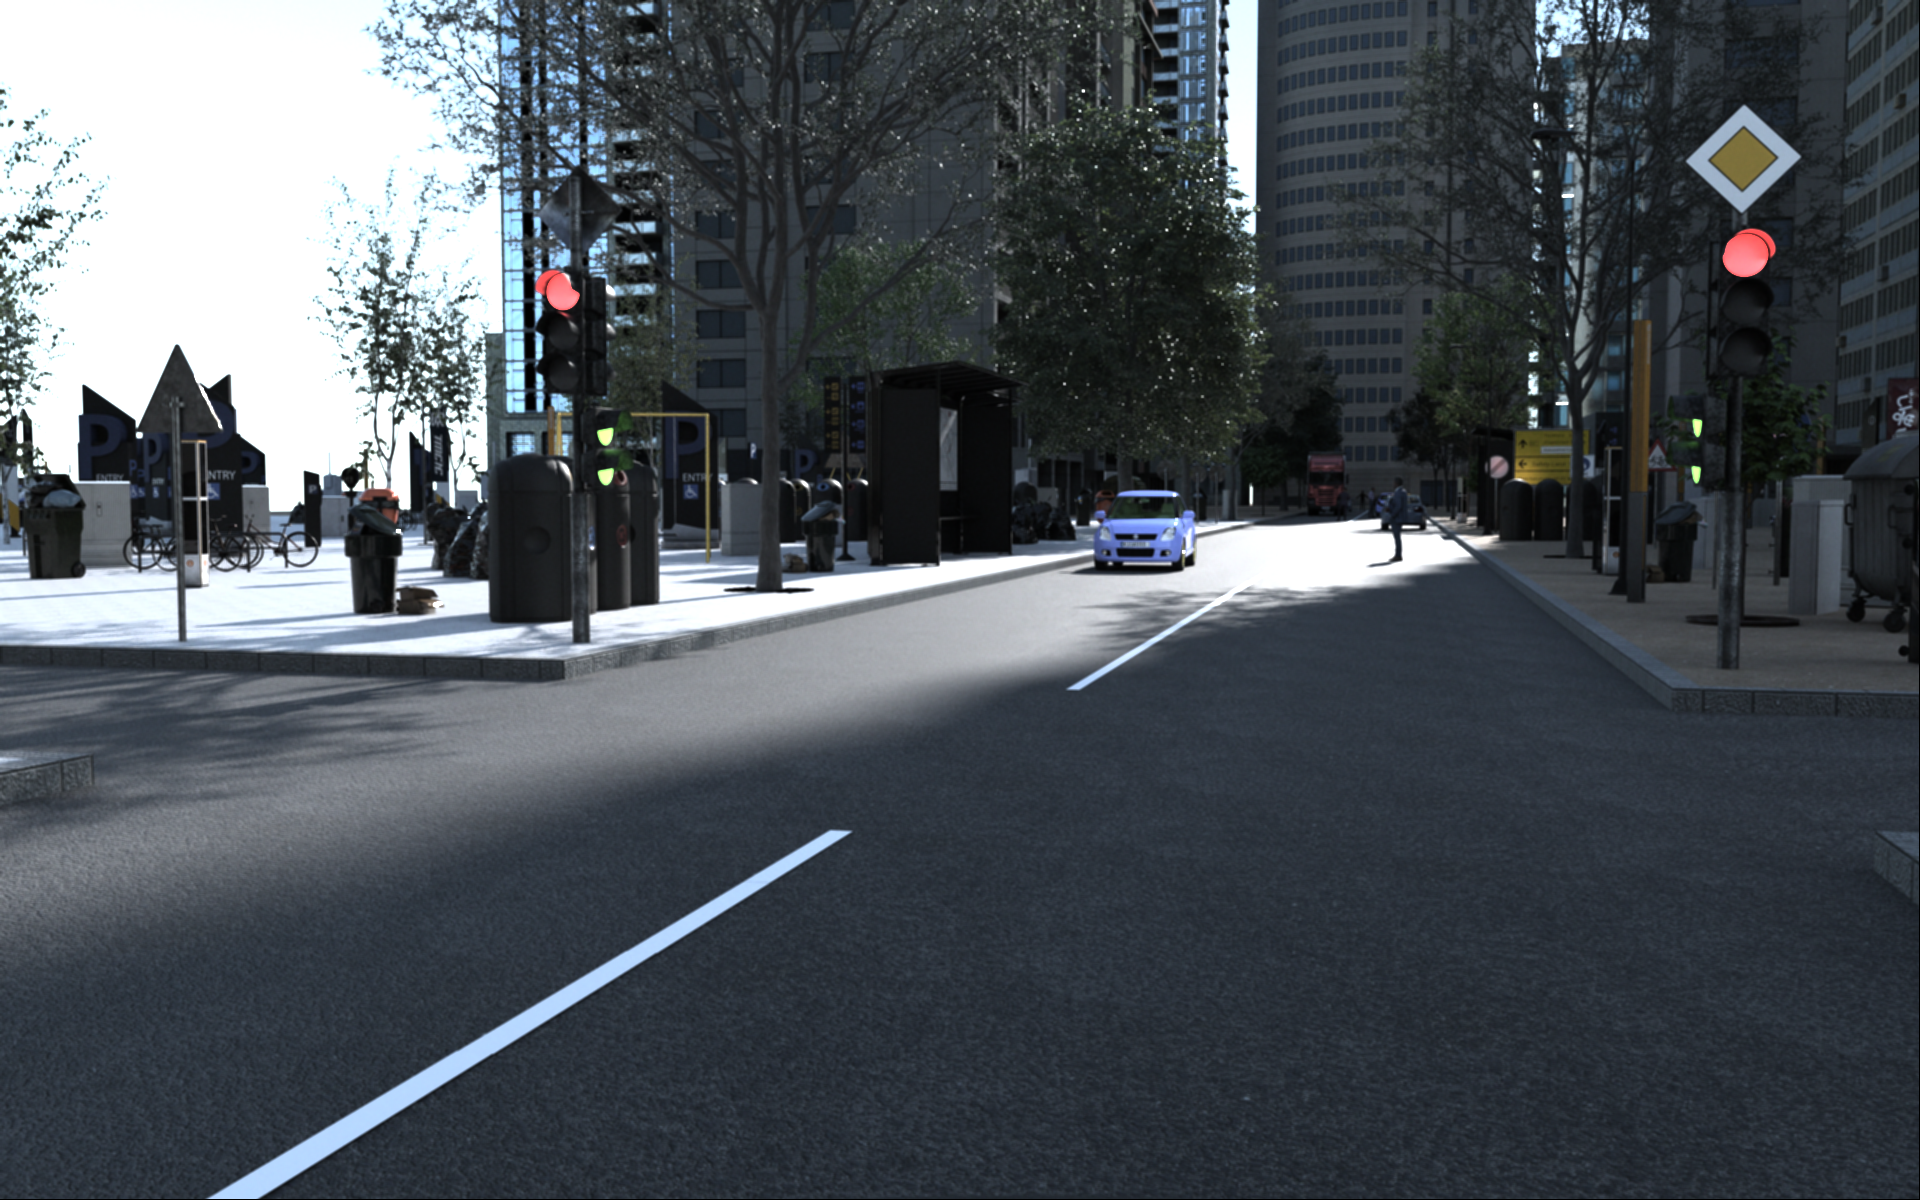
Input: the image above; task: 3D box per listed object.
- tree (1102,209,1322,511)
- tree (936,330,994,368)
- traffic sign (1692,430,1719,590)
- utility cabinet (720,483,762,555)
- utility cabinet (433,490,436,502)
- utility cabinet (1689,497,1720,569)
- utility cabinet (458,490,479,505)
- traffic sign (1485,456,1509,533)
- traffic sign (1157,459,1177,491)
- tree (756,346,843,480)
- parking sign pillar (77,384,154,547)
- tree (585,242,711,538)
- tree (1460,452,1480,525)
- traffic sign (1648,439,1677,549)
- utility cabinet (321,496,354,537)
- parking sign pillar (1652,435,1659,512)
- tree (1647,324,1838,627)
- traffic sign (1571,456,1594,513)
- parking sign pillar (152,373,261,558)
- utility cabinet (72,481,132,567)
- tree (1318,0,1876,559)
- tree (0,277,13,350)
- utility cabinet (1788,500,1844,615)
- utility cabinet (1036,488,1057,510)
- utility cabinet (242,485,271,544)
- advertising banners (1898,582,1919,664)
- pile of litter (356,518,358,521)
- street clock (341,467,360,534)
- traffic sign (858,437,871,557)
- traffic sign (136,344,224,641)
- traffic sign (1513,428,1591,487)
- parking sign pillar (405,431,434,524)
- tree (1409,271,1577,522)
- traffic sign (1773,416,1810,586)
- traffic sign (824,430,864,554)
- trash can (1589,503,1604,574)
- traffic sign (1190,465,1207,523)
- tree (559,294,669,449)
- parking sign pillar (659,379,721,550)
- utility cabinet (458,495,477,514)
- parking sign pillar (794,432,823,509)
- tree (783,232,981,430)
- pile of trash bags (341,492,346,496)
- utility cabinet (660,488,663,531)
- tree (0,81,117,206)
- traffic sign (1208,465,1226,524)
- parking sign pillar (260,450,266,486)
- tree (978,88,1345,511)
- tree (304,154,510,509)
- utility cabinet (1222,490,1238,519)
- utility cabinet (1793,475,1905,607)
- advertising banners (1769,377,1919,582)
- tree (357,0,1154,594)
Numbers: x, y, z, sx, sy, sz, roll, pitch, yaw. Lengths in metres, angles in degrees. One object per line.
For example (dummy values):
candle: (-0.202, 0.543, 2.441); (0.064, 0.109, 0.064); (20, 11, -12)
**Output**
tree: (8.912, -9.253, 69.420); (7.486, 12.596, 7.792); (0, 3, 0)
tree: (-0.279, -7.777, 77.522); (4.737, 8.622, 4.395); (0, 3, 0)
traffic sign: (10.137, -1.348, 23.218); (0.795, 2.450, 0.064); (1, 4, 20)
utility cabinet: (-4.474, -1.679, 36.124); (0.318, 1.500, 1.173); (3, 4, 38)
utility cabinet: (-25.388, -4.593, 83.782); (1.173, 1.500, 0.318); (-3, 5, -44)
utility cabinet: (12.815, -1.147, 29.912); (0.306, 1.237, 1.020); (2, 4, 33)
utility cabinet: (-25.438, -4.932, 89.309); (1.173, 1.500, 0.318); (-1, 4, -15)
traffic sign: (17.785, -3.506, 57.423); (0.768, 2.556, 0.104); (1, 4, 22)
traffic sign: (7.582, -3.890, 63.708); (0.768, 2.556, 0.104); (2, 4, 24)
tree: (-8.120, -8.349, 86.875); (4.360, 8.622, 3.978); (0, 3, 0)
parking sign pillar: (-20.789, -3.289, 42.246); (1.447, 3.967, 1.447); (0, 4, 5)
tree: (-8.996, -6.096, 50.032); (4.360, 8.622, 3.978); (0, 3, 0)
tree: (21.397, -4.719, 71.753); (1.663, 3.219, 1.824); (0, 3, 0)
traffic sign: (16.352, -2.488, 40.676); (0.884, 2.594, 0.081); (1, 4, 16)
utility cabinet: (-18.600, -2.472, 51.584); (1.020, 1.237, 0.306); (-1, 4, -21)
parking sign pillar: (31.396, -5.566, 79.470); (1.447, 3.967, 1.447); (-1, 4, -23)
tree: (7.625, -1.375, 17.089); (1.663, 3.219, 1.824); (0, 3, 0)
traffic sign: (16.256, -2.639, 45.277); (0.606, 2.300, 0.079); (1, 4, 16)
parking sign pillar: (-15.431, -2.873, 35.453); (1.447, 3.967, 1.447); (3, 5, 44)
utility cabinet: (-15.042, -1.308, 30.068); (1.173, 1.500, 0.318); (-2, 4, -25)
tree: (12.258, -7.567, 34.086); (12.009, 13.543, 11.850); (0, 3, 0)
tree: (-22.716, -5.318, 37.313); (4.737, 8.622, 4.395); (0, 3, 0)
utility cabinet: (9.254, -0.464, 18.742); (0.306, 1.237, 1.020); (3, 5, 40)
utility cabinet: (2.681, -3.081, 59.057); (1.173, 1.500, 0.318); (-1, 4, -12)
utility cabinet: (-18.165, -2.163, 44.045); (0.318, 1.500, 1.173); (3, 5, 40)
advertising banners: (7.293, -0.978, 12.170); (0.090, 3.025, 2.074); (0, 4, -3)
pile of litter: (-19.468, -2.578, 56.111); (1.176, 0.858, 1.719); (1, 4, 16)
street clock: (-16.241, -2.548, 46.233); (0.471, 2.002, 0.358); (0, 4, -7)
traffic sign: (-1.821, -2.147, 35.114); (0.884, 2.594, 0.081); (2, 4, 24)
traffic sign: (-6.774, -0.918, 15.018); (0.884, 2.594, 0.081); (1, 4, 16)
traffic sign: (18.474, -3.685, 54.123); (2.265, 3.308, 0.079); (1, 4, 21)
parking sign pillar: (-23.218, -5.272, 74.667); (1.447, 3.967, 1.447); (1, 4, 11)
tree: (24.506, -9.428, 79.900); (9.928, 11.665, 9.643); (0, 3, 0)
traffic sign: (11.452, -1.474, 24.213); (0.768, 2.556, 0.104); (1, 4, 23)
traffic sign: (-2.356, -2.142, 35.029); (0.884, 2.594, 0.081); (1, 4, 21)
trash can: (10.473, -0.987, 27.786); (0.748, 1.137, 0.748); (0, 3, 0)
traffic sign: (10.481, -4.662, 76.327); (0.768, 2.556, 0.104); (1, 4, 17)
tree: (-12.571, -6.899, 63.155); (4.737, 8.622, 4.395); (0, 3, 0)
parking sign pillar: (-6.322, -3.191, 40.644); (1.447, 3.967, 1.447); (0, 4, -7)
utility cabinet: (-23.527, -4.358, 82.422); (1.020, 1.237, 0.306); (-1, 4, -9)
parking sign pillar: (-6.557, -5.295, 75.045); (1.447, 3.967, 1.447); (3, 4, 37)
tree: (-3.101, -8.659, 67.329); (9.928, 11.665, 9.643); (0, 3, 0)
pile of trash bags: (-8.823, -1.248, 30.159); (3.447, 1.369, 1.912); (1, 4, 8)
utility cabinet: (-9.930, -3.086, 59.134); (0.318, 1.500, 1.173); (0, 4, 8)
tree: (-13.896, -4.447, 23.069); (4.360, 8.622, 3.978); (0, 3, 0)
traffic sign: (11.174, -4.604, 75.377); (0.768, 2.556, 0.104); (1, 4, 17)
parking sign pillar: (-32.145, -5.506, 78.496); (1.447, 3.967, 1.447); (1, 4, 11)
tree: (5.052, -8.977, 53.427); (9.857, 13.997, 8.962); (0, 3, 0)
tree: (-12.638, -5.398, 38.615); (4.360, 8.622, 3.978); (0, 3, 0)
utility cabinet: (13.604, -4.809, 87.309); (0.318, 1.500, 1.173); (2, 4, 33)
utility cabinet: (10.181, -0.683, 19.840); (0.318, 1.500, 1.173); (-3, 5, -42)
advertising banners: (13.462, -1.842, 26.298); (2.074, 3.025, 0.090); (1, 4, 20)
tree: (-2.402, -6.856, 22.463); (12.009, 13.543, 11.850); (0, 3, 0)
